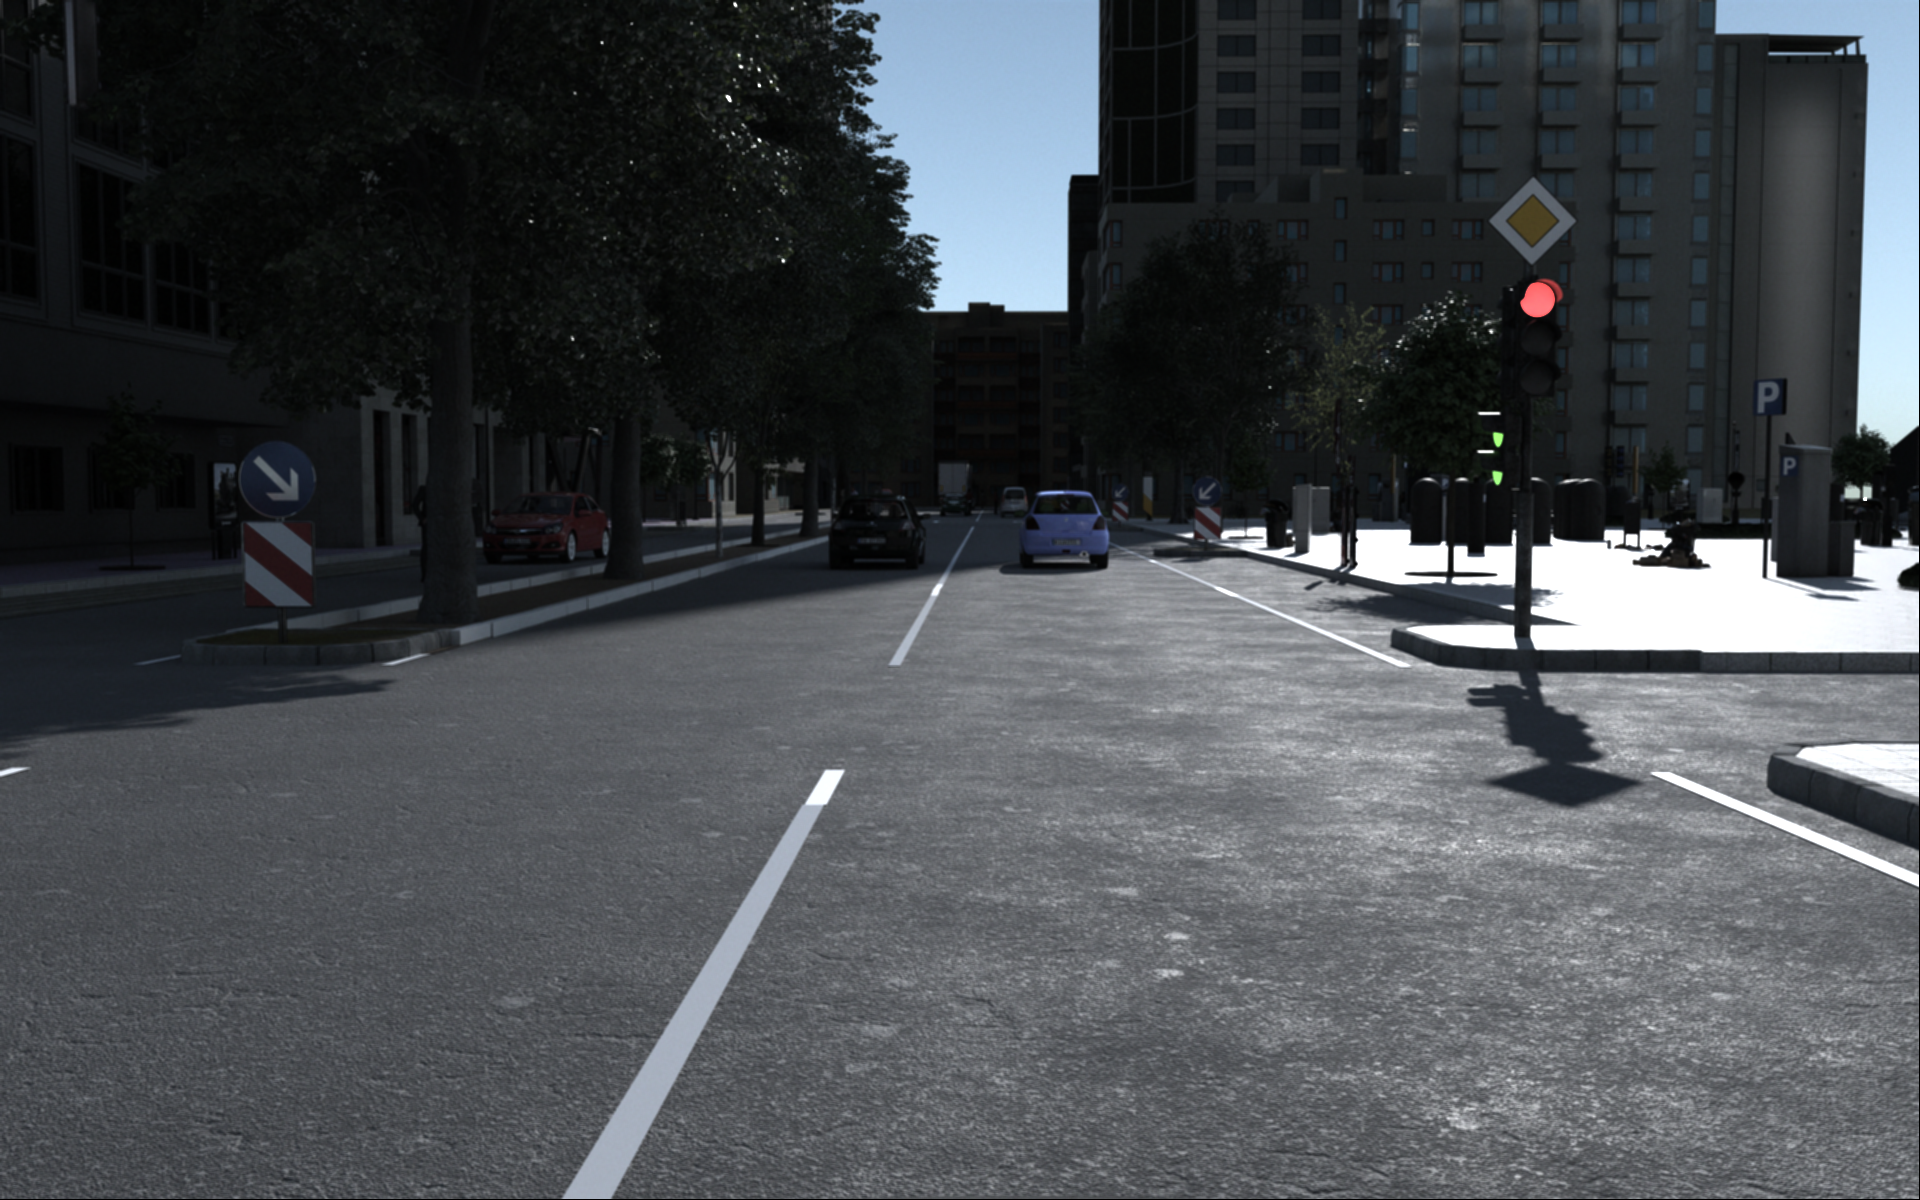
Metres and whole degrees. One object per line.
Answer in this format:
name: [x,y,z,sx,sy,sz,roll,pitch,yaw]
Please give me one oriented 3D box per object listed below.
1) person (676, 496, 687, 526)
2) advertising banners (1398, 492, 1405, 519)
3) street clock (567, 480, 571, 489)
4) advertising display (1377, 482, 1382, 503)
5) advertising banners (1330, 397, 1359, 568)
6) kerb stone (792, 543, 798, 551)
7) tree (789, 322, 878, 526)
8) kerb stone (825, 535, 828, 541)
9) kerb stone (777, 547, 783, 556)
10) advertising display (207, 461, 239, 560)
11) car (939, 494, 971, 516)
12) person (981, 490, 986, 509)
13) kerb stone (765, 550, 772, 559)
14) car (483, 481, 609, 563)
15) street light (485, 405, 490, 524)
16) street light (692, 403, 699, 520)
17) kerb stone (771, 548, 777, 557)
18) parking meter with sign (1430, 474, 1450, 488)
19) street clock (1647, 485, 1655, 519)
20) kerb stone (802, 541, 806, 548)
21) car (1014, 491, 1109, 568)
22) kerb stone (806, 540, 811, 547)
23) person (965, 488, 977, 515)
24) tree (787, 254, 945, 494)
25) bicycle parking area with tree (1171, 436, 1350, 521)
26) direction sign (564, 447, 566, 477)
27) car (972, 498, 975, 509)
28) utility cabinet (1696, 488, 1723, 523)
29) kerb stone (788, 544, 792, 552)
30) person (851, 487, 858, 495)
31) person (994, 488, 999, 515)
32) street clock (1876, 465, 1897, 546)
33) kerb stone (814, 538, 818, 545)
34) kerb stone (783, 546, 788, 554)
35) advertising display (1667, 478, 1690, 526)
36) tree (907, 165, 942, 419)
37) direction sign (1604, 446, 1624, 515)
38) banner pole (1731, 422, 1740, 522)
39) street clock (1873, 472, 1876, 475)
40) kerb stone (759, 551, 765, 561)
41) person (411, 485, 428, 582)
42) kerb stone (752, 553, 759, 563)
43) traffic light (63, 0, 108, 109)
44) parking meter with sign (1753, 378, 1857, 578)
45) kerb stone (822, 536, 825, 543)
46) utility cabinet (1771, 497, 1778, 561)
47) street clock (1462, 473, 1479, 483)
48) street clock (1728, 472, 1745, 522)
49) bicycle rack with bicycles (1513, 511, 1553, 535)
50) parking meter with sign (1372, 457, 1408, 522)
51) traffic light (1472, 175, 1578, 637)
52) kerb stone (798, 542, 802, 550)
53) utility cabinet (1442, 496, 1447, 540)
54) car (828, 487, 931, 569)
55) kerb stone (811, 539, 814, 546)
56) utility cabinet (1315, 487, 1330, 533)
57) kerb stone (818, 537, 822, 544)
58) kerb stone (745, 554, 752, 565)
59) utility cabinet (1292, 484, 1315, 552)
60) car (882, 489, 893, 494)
person: [-11.553,-3.829,71.653,0.519,1.759,0.362,1,4,17]
advertising banners: [23.248,-5.646,88.501,2.074,3.025,0.090,2,4,26]
street clock: [-20.175,-5.177,89.213,0.358,2.002,0.471,-1,4,-20]
advertising display: [21.820,-5.175,89.825,0.123,1.923,0.974,0,4,0]
advertising banners: [6.853,-2.116,30.784,0.090,3.025,2.074,0,4,2]
kerb stone: [-4.250,-1.295,43.436,0.120,0.150,1.000,0,4,1]
tree: [-4.785,-6.864,65.052,4.360,8.622,3.978,0,3,0]
kerb stone: [-4.108,-1.801,51.645,0.120,0.150,1.000,0,4,1]
kerb stone: [-4.314,-1.110,40.362,0.120,0.150,1.000,0,4,1]
advertising display: [-14.468,-1.762,34.024,0.123,1.923,0.974,0,4,4]
car: [-0.334,-6.180,112.842,2.131,1.459,4.920,0,4,2]
person: [2.168,-9.453,163.061,0.705,1.824,1.348,-1,4,-17]
kerb stone: [-4.349,-0.981,38.318,0.120,0.150,1.000,0,4,1]
car: [-8.849,-1.722,37.196,2.155,1.783,4.494,0,4,3]
street light: [-13.282,-4.774,50.592,1.470,5.913,1.316,0,4,1]
street light: [-12.543,-6.914,85.578,1.470,5.913,1.316,0,4,1]
kerb stone: [-4.331,-1.048,39.340,0.120,0.150,1.000,0,4,1]
parking meter with sign: [18.048,-4.213,65.138,0.543,3.016,1.738,-1,4,-22]
street clock: [35.065,-5.095,87.875,0.471,2.002,0.358,-2,4,-34]
kerb stone: [-4.219,-1.424,45.483,0.120,0.150,1.000,0,4,1]
car: [2.051,-1.540,34.771,1.945,1.707,3.694,0,4,1]
kerb stone: [-4.194,-1.486,46.517,0.120,0.150,1.000,0,4,1]
person: [0.648,-6.608,116.475,0.705,1.831,1.348,-3,4,-36]
tree: [-4.582,-9.808,80.952,7.486,12.596,7.792,0,3,0]
bicycle parking area with tree: [15.137,-6.091,86.597,8.231,4.147,9.016,3,5,39]
direction sign: [-19.232,-5.649,84.360,0.379,3.537,0.876,-1,4,-9]
car: [0.481,-9.293,164.294,2.083,1.381,4.827,0,4,1]
utility cabinet: [28.386,-3.480,65.577,1.173,1.500,0.318,-2,4,-32]
kerb stone: [-4.283,-1.231,42.411,0.120,0.150,1.000,0,4,1]
person: [-6.285,-5.663,100.956,0.599,1.838,0.709,-3,5,-41]
person: [2.557,-6.914,121.485,0.705,1.831,1.348,0,4,-2]
street clock: [22.845,-2.328,42.625,0.358,2.002,0.471,1,4,13]
kerb stone: [-4.167,-1.607,48.569,0.120,0.150,1.000,0,4,1]
kerb stone: [-4.296,-1.174,41.384,0.120,0.150,1.000,0,4,1]
advertising display: [28.974,-3.953,69.844,0.974,1.923,0.123,-1,4,-16]
tree: [-5.019,-9.065,57.329,9.857,13.997,8.962,0,3,0]
direction sign: [30.849,-5.488,81.725,0.876,3.537,0.379,2,4,34]
banner pole: [26.932,-4.291,60.179,0.401,3.779,0.863,0,4,8]
street clock: [28.429,-2.990,53.459,0.358,2.002,0.471,-2,4,-33]
kerb stone: [-4.369,-0.923,37.296,0.120,0.150,1.000,0,4,1]
person: [-8.576,-1.250,28.299,0.474,1.900,0.648,2,4,32]
kerb stone: [-4.398,-0.858,36.267,0.120,0.150,1.000,0,4,1]
traffic light: [-10.229,-2.513,15.756,4.771,5.953,1.251,0,4,1]
parking meter with sign: [13.043,-1.861,26.684,1.738,3.016,0.543,-2,4,-24]
kerb stone: [-4.129,-1.736,50.616,0.120,0.150,1.000,0,4,1]
utility cabinet: [15.996,-1.350,33.236,1.020,1.237,0.306,-2,4,-33]
street clock: [15.155,-2.867,51.443,0.471,2.002,0.358,-2,4,-31]
street clock: [25.171,-3.157,56.179,0.471,2.002,0.358,3,4,37]
bicycle rack with bicycles: [18.109,-2.496,54.200,2.925,0.926,2.852,3,5,42]
parking meter with sign: [20.025,-5.159,80.605,0.543,3.016,1.738,-3,5,-43]
traffic light: [5.037,-1.623,15.456,0.839,4.253,0.868,0,4,1]
kerb stone: [-4.236,-1.362,44.461,0.120,0.150,1.000,0,4,1]
utility cabinet: [13.833,-2.304,48.835,1.020,1.237,0.306,-1,4,-21]
car: [-1.607,-1.509,34.451,2.009,1.686,4.222,0,4,1]
kerb stone: [-4.183,-1.545,47.547,0.120,0.150,1.000,0,4,1]
utility cabinet: [11.486,-2.934,56.653,1.173,1.500,0.318,0,4,4]
kerb stone: [-4.137,-1.676,49.593,0.120,0.150,1.000,0,4,1]
kerb stone: [-4.406,-0.795,35.245,0.120,0.150,1.000,0,4,1]
utility cabinet: [7.557,-1.803,38.166,0.318,1.500,1.173,1,4,14]
car: [-6.116,-7.721,134.915,2.281,1.827,5.304,0,4,2]
